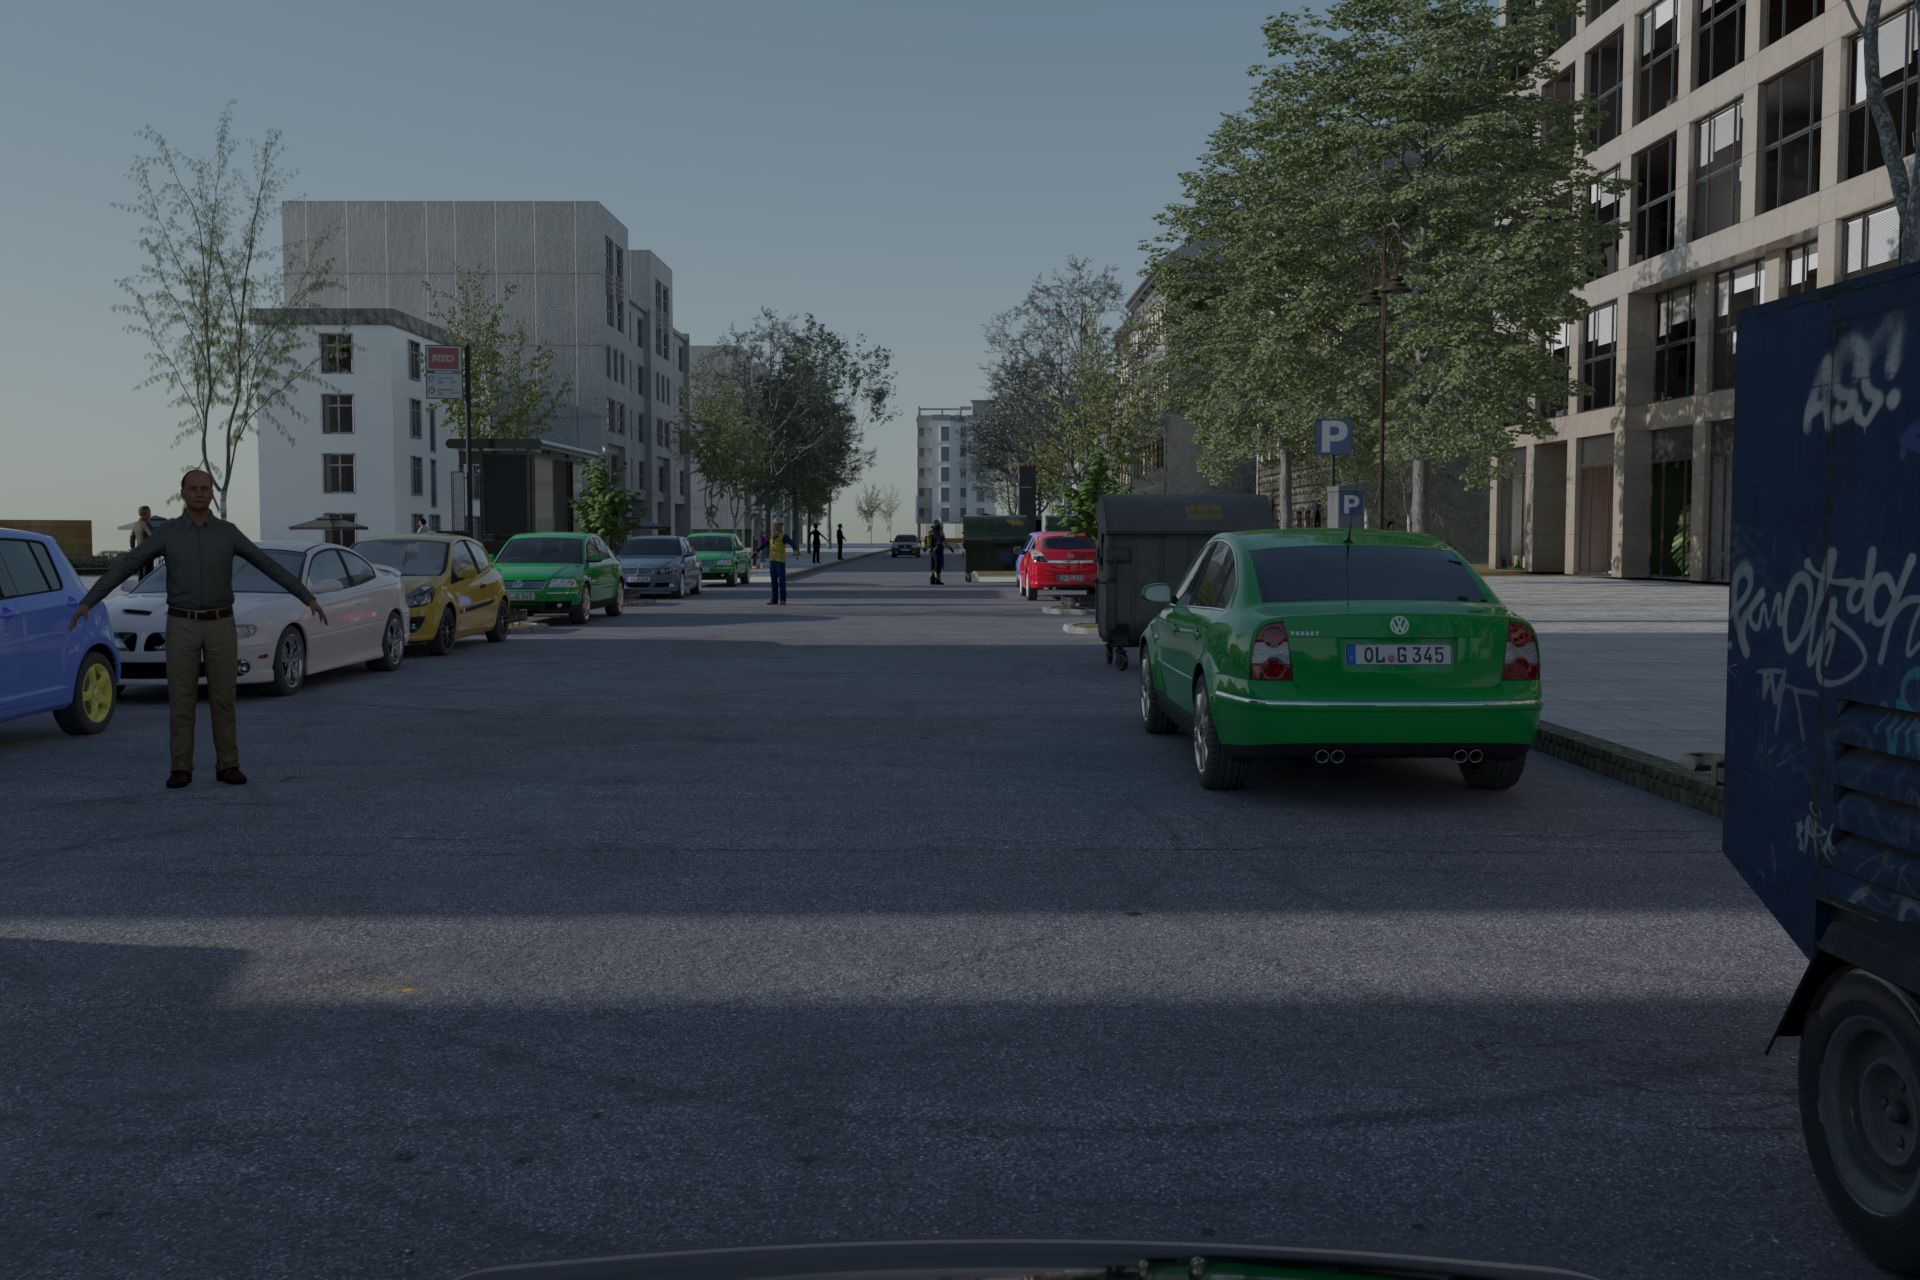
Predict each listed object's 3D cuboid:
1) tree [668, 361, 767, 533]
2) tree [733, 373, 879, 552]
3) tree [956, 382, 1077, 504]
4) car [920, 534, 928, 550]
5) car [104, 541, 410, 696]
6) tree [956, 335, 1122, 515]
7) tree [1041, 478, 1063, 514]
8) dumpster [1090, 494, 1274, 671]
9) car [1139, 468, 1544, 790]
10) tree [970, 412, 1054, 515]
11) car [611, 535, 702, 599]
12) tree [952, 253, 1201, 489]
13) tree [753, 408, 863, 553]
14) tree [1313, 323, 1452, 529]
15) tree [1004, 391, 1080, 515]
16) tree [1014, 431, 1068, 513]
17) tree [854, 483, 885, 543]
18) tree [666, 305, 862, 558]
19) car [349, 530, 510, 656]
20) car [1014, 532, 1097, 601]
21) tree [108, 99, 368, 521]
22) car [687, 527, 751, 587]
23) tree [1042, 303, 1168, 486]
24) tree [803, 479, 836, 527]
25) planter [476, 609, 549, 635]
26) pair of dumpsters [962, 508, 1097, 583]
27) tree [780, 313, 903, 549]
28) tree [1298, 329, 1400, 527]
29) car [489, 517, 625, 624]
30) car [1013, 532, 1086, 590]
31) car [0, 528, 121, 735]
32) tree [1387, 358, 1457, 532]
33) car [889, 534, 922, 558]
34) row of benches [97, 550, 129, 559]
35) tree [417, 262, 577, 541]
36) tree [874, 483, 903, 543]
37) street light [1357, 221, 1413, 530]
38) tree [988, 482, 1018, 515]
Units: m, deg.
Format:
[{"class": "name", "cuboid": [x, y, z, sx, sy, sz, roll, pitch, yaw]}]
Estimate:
[{"class": "tree", "cuboid": [-10.551, -7.605, 74.696, 4.737, 8.622, 4.395, 0, 3, 0]}, {"class": "tree", "cuboid": [-10.999, -13.156, 125.477, 12.009, 13.543, 11.850, 0, 3, 0]}, {"class": "tree", "cuboid": [4.667, -13.673, 133.918, 12.009, 13.543, 11.850, 0, 3, 0]}, {"class": "car", "cuboid": [-2.539, -8.817, 154.380, 2.015, 1.641, 3.980, 0, 4, 0]}, {"class": "car", "cuboid": [-6.826, -0.271, 16.795, 2.083, 1.381, 4.827, 0, 3, 0]}, {"class": "tree", "cuboid": [5.009, -11.971, 106.093, 12.009, 13.543, 11.850, 0, 3, 0]}, {"class": "tree", "cuboid": [15.506, -20.546, 246.298, 12.009, 13.543, 11.850, 0, 3, 0]}, {"class": "dumpster", "cuboid": [2.379, -0.637, 18.632, 1.865, 1.857, 1.264, 0, 4, -2]}, {"class": "car", "cuboid": [2.216, -0.140, 11.078, 1.959, 1.807, 4.718, 0, 4, -1]}, {"class": "tree", "cuboid": [4.484, -13.481, 146.172, 9.928, 11.665, 9.643, 0, 3, 0]}, {"class": "car", "cuboid": [-7.028, -1.707, 39.918, 2.014, 1.417, 4.499, 0, 4, 0]}, {"class": "tree", "cuboid": [5.279, -10.079, 75.155, 12.009, 13.543, 11.850, 0, 3, 0]}, {"class": "tree", "cuboid": [-10.142, -11.010, 114.432, 8.767, 10.594, 7.601, 1, 4, 15]}, {"class": "tree", "cuboid": [12.414, -6.309, 53.519, 4.360, 8.622, 3.978, 0, 3, 0]}, {"class": "tree", "cuboid": [4.540, -8.305, 86.155, 4.737, 8.622, 4.395, 0, 3, 0]}, {"class": "tree", "cuboid": [5.115, -10.071, 115.022, 4.737, 8.622, 4.395, 0, 3, 0]}, {"class": "tree", "cuboid": [-12.770, -17.977, 244.292, 4.737, 8.622, 4.395, 0, 3, 0]}, {"class": "tree", "cuboid": [-10.153, -11.115, 92.106, 12.009, 13.543, 11.850, 0, 3, 0]}, {"class": "car", "cuboid": [-6.884, -0.696, 21.611, 2.015, 1.641, 3.980, 0, 4, -1]}, {"class": "car", "cuboid": [2.299, -1.819, 38.778, 2.155, 1.783, 4.494, 0, 4, -1]}, {"class": "tree", "cuboid": [-12.995, -4.863, 29.877, 4.360, 8.622, 3.978, 0, 3, 0]}, {"class": "car", "cuboid": [-6.959, -2.428, 48.488, 1.959, 1.807, 4.718, 0, 4, 0]}, {"class": "tree", "cuboid": [4.672, -6.392, 54.873, 4.737, 8.622, 4.395, 0, 3, 0]}, {"class": "tree", "cuboid": [-22.519, -20.598, 243.434, 9.857, 13.997, 8.962, 0, 3, 0]}, {"class": "planter", "cuboid": [-7.168, -0.267, 25.511, 1.991, 0.319, 1.994, 0, 4, 0]}, {"class": "pair of dumpsters", "cuboid": [2.266, -2.850, 51.542, 4.436, 2.255, 1.574, 0, 4, -1]}, {"class": "tree", "cuboid": [-10.948, -17.811, 147.092, 12.611, 20.169, 13.585, 0, 3, 0]}, {"class": "tree", "cuboid": [13.479, -6.806, 61.634, 4.360, 8.622, 3.978, 0, 3, 0]}, {"class": "car", "cuboid": [-6.800, -1.227, 28.865, 1.959, 1.807, 4.718, 0, 4, 0]}, {"class": "car", "cuboid": [2.383, -2.205, 45.638, 1.945, 1.707, 3.694, 0, 4, -2]}, {"class": "car", "cuboid": [-6.990, -0.093, 11.104, 1.945, 1.707, 3.694, 0, 4, -1]}, {"class": "tree", "cuboid": [17.893, -7.247, 68.859, 4.360, 8.622, 3.978, 0, 3, 0]}, {"class": "car", "cuboid": [-3.293, -5.876, 105.852, 2.009, 1.686, 4.222, 0, 3, 0]}, {"class": "row of benches", "cuboid": [-32.148, -3.090, 65.987, 1.422, 0.672, 4.104, -3, 4, -36]}, {"class": "tree", "cuboid": [-12.719, -5.910, 46.984, 4.737, 8.622, 4.395, 0, 3, 0]}, {"class": "tree", "cuboid": [-9.804, -18.265, 248.986, 4.360, 8.622, 3.978, 0, 3, 0]}, {"class": "street light", "cuboid": [6.345, -3.256, 26.021, 0.468, 5.910, 1.993, 0, 4, -1]}, {"class": "tree", "cuboid": [4.462, -12.569, 155.860, 4.360, 8.622, 3.978, 0, 3, 0]}]
